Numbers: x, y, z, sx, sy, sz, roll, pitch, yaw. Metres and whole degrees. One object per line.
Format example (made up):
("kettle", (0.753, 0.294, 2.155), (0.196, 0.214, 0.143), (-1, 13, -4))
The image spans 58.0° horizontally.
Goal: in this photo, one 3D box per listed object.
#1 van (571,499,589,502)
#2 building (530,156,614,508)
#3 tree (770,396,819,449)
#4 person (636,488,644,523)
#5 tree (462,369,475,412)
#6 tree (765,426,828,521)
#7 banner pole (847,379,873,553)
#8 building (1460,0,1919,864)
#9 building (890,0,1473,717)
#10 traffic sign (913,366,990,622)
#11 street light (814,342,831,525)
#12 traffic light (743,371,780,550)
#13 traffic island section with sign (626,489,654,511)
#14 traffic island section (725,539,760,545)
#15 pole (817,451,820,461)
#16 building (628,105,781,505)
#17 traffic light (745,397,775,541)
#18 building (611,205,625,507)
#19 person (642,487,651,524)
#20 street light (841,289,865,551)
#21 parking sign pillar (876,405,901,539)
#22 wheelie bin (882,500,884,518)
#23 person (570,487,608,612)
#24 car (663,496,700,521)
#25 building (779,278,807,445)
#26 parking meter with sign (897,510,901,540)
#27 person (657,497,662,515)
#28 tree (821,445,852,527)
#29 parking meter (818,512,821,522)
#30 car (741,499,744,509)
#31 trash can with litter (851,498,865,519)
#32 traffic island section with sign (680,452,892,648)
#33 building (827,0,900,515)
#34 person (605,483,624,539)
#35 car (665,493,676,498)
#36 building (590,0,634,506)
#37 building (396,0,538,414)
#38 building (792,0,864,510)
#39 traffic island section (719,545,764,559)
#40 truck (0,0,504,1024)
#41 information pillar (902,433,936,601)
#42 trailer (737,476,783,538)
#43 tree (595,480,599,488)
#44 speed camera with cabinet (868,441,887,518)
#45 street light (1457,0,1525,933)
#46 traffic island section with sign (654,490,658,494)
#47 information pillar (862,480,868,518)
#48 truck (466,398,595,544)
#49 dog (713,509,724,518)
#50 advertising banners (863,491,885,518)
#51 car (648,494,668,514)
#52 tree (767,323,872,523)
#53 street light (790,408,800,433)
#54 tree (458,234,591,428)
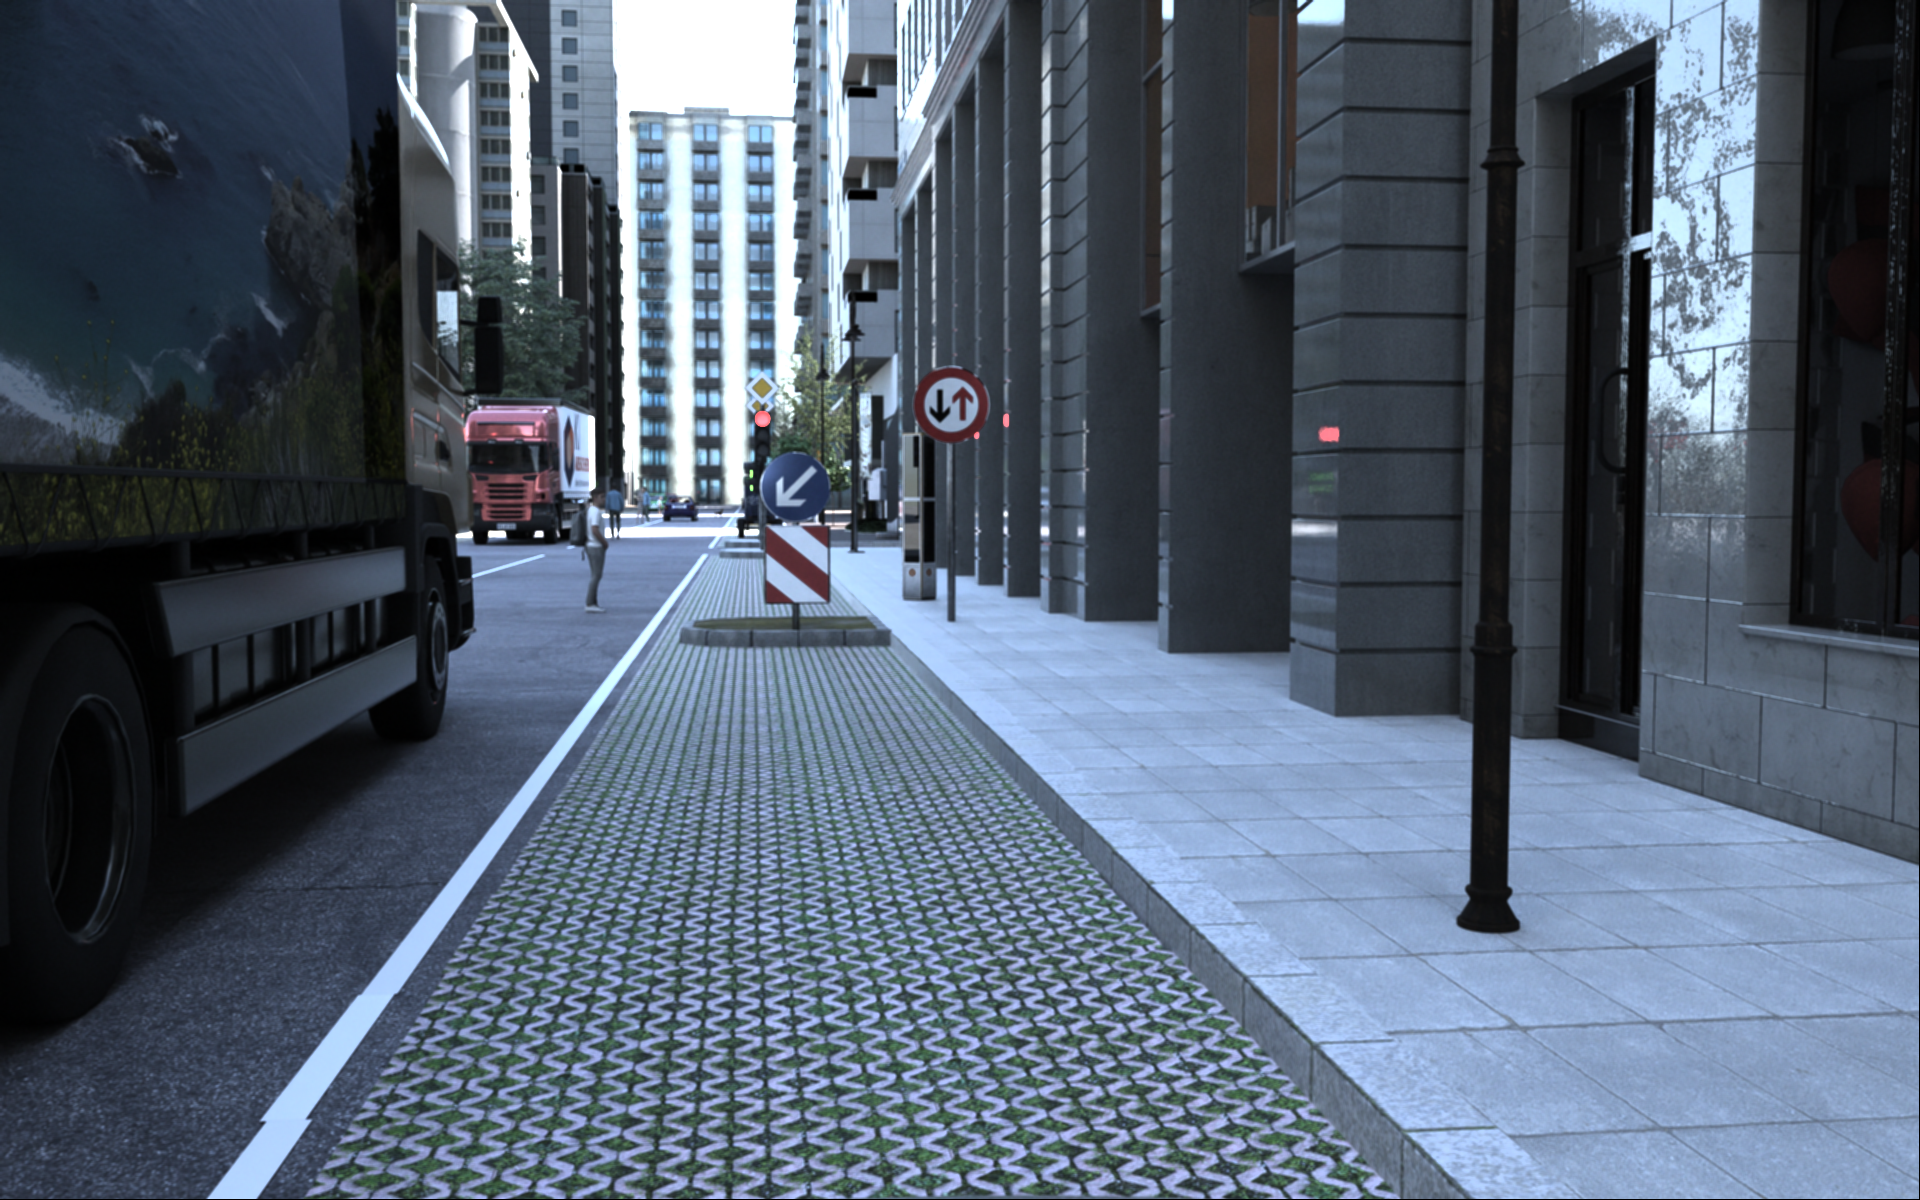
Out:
("van", (-21.123, -5.317, 93.946), (2.013, 2.044, 4.112), (0, 4, -8))
("building", (-38.259, -23.168, 150.495), (14.160, 30.474, 14.107), (0, 4, -7))
("tree", (-12.373, -10.783, 126.668), (4.360, 8.622, 3.978), (0, 3, 0))
("person", (-15.550, -4.633, 84.592), (0.599, 1.781, 0.374), (-2, 4, -28))
("tree", (-29.088, -9.102, 99.173), (4.360, 8.622, 3.978), (0, 3, 0))
("tree", (-7.731, -6.102, 83.482), (4.285, 4.588, 4.351), (0, 3, 0))
("banner pole", (-2.140, -2.912, 37.631), (0.401, 3.779, 0.863), (-3, 4, -37))
("building", (9.005, -8.977, 1.522), (10.420, 20.320, 16.860), (0, 4, -7))
("building", (5.732, -15.095, 24.297), (11.434, 29.767, 29.804), (0, 4, -7))
("traffic sign", (-0.085, -1.056, 17.373), (0.768, 2.556, 0.104), (0, 4, 2))
("street light", (-4.198, -4.901, 52.924), (0.468, 5.910, 1.993), (0, 4, -7))
("traffic light", (-4.521, -3.096, 39.542), (0.839, 4.253, 0.868), (0, 4, -7))
("traffic island section with sign", (-27.450, -8.524, 147.989), (1.989, 1.847, 2.006), (0, 4, -7))
("traffic island section", (-5.440, -1.548, 47.588), (2.009, 0.180, 2.903), (0, 4, -7))
("pole", (-6.616, -5.342, 81.185), (0.158, 3.312, 0.155), (0, 3, 0))
("building", (-31.485, -36.514, 216.612), (30.456, 49.044, 23.786), (0, 4, -7))
("traffic light", (-5.481, -3.581, 47.469), (0.839, 4.253, 0.868), (0, 4, -7))
("building", (-39.749, -24.061, 165.097), (14.160, 30.474, 14.107), (0, 4, -7))
("person", (-15.067, -4.553, 83.286), (0.444, 1.785, 0.601), (-2, 4, -23))
("street light", (-2.419, -4.062, 39.194), (0.468, 5.910, 1.993), (0, 4, -7))
("parking sign pillar", (-1.710, -3.751, 49.794), (1.447, 3.967, 1.447), (-1, 4, -21))
("wheelie bin", (-3.272, -4.394, 79.754), (0.980, 1.594, 0.693), (1, 4, 19))
("person", (-4.444, -0.609, 21.048), (0.503, 1.515, 0.523), (2, 4, 34))
("car", (-14.849, -4.863, 92.091), (1.945, 1.354, 3.894), (0, 4, -7))
("building", (-7.653, -53.122, 181.213), (22.319, 86.520, 31.000), (0, 4, -7))
("parking meter with sign", (-0.896, -3.175, 48.175), (1.738, 3.016, 0.543), (1, 4, 21))
("person", (-20.145, -6.294, 116.088), (0.352, 1.250, 0.332), (0, 4, 6))
("tree", (-5.064, -4.475, 67.765), (1.663, 3.219, 1.824), (0, 3, 0))
("parking meter", (-6.511, -4.361, 79.714), (0.372, 1.533, 0.369), (0, 3, 0))
("car", (-20.249, -9.497, 167.855), (1.945, 1.354, 3.894), (0, 4, -7))
("trash can with litter", (-4.121, -3.825, 73.919), (1.055, 1.170, 0.624), (2, 4, 25))
("traffic island section with sign", (-1.738, -0.514, 17.032), (1.989, 1.847, 2.006), (0, 4, -7))
("building", (6.057, -31.493, 104.153), (28.713, 52.752, 27.495), (0, 4, -7))
("person", (-10.904, -2.803, 54.666), (0.601, 1.785, 0.444), (-1, 4, -18))
("car", (-24.698, -8.415, 146.620), (2.155, 1.783, 4.494), (-1, 4, -9))
("building", (-45.873, -45.514, 182.401), (20.611, 71.187, 20.563), (0, 4, -7))
("building", (-45.511, -26.806, 130.160), (32.217, 40.220, 23.993), (0, 4, -7))
("building", (-3.240, -32.515, 151.228), (23.786, 49.044, 30.456), (0, 4, -7))
("traffic island section", (-4.480, -1.063, 39.661), (2.009, 0.180, 2.903), (0, 4, -7))
("truck", (-3.802, -1.082, 6.608), (2.839, 4.237, 11.283), (0, 4, -7))
("information pillar", (-0.490, -1.007, 20.953), (0.304, 2.012, 0.304), (3, 4, 36))
("trailer", (-6.626, -3.065, 57.160), (1.471, 1.999, 3.904), (0, 4, -8))
("tree", (-27.541, -8.221, 129.009), (1.663, 3.219, 1.824), (0, 3, 0))
("speed camera with cabinet", (-2.627, -4.305, 64.724), (0.660, 3.252, 2.038), (2, 4, 32))
("street light", (1.569, -1.968, 4.965), (0.468, 5.910, 1.993), (0, 4, -7))
("traffic island section with sign", (-30.689, -10.160, 174.750), (1.989, 1.847, 2.006), (0, 4, -7))
("information pillar", (-4.380, -4.671, 80.865), (0.304, 2.012, 0.304), (1, 4, 21))
("truck", (-13.055, -3.917, 52.949), (2.839, 4.237, 11.283), (0, 4, -5))
("dog", (-14.771, -5.298, 105.903), (0.406, 0.507, 0.540), (2, 4, 35))
("advertising banners", (-2.765, -4.374, 67.708), (2.074, 3.025, 0.090), (-1, 4, -13))
("car", (-21.884, -7.097, 124.825), (1.959, 1.807, 4.718), (0, 4, -5))
("tree", (-6.059, -7.662, 75.636), (4.737, 8.622, 4.395), (0, 3, 0))
("street light", (-8.290, -7.003, 87.285), (0.468, 5.910, 1.993), (0, 4, -7))
("tree", (-22.865, -10.867, 84.323), (9.857, 13.997, 8.962), (0, 3, 0))
